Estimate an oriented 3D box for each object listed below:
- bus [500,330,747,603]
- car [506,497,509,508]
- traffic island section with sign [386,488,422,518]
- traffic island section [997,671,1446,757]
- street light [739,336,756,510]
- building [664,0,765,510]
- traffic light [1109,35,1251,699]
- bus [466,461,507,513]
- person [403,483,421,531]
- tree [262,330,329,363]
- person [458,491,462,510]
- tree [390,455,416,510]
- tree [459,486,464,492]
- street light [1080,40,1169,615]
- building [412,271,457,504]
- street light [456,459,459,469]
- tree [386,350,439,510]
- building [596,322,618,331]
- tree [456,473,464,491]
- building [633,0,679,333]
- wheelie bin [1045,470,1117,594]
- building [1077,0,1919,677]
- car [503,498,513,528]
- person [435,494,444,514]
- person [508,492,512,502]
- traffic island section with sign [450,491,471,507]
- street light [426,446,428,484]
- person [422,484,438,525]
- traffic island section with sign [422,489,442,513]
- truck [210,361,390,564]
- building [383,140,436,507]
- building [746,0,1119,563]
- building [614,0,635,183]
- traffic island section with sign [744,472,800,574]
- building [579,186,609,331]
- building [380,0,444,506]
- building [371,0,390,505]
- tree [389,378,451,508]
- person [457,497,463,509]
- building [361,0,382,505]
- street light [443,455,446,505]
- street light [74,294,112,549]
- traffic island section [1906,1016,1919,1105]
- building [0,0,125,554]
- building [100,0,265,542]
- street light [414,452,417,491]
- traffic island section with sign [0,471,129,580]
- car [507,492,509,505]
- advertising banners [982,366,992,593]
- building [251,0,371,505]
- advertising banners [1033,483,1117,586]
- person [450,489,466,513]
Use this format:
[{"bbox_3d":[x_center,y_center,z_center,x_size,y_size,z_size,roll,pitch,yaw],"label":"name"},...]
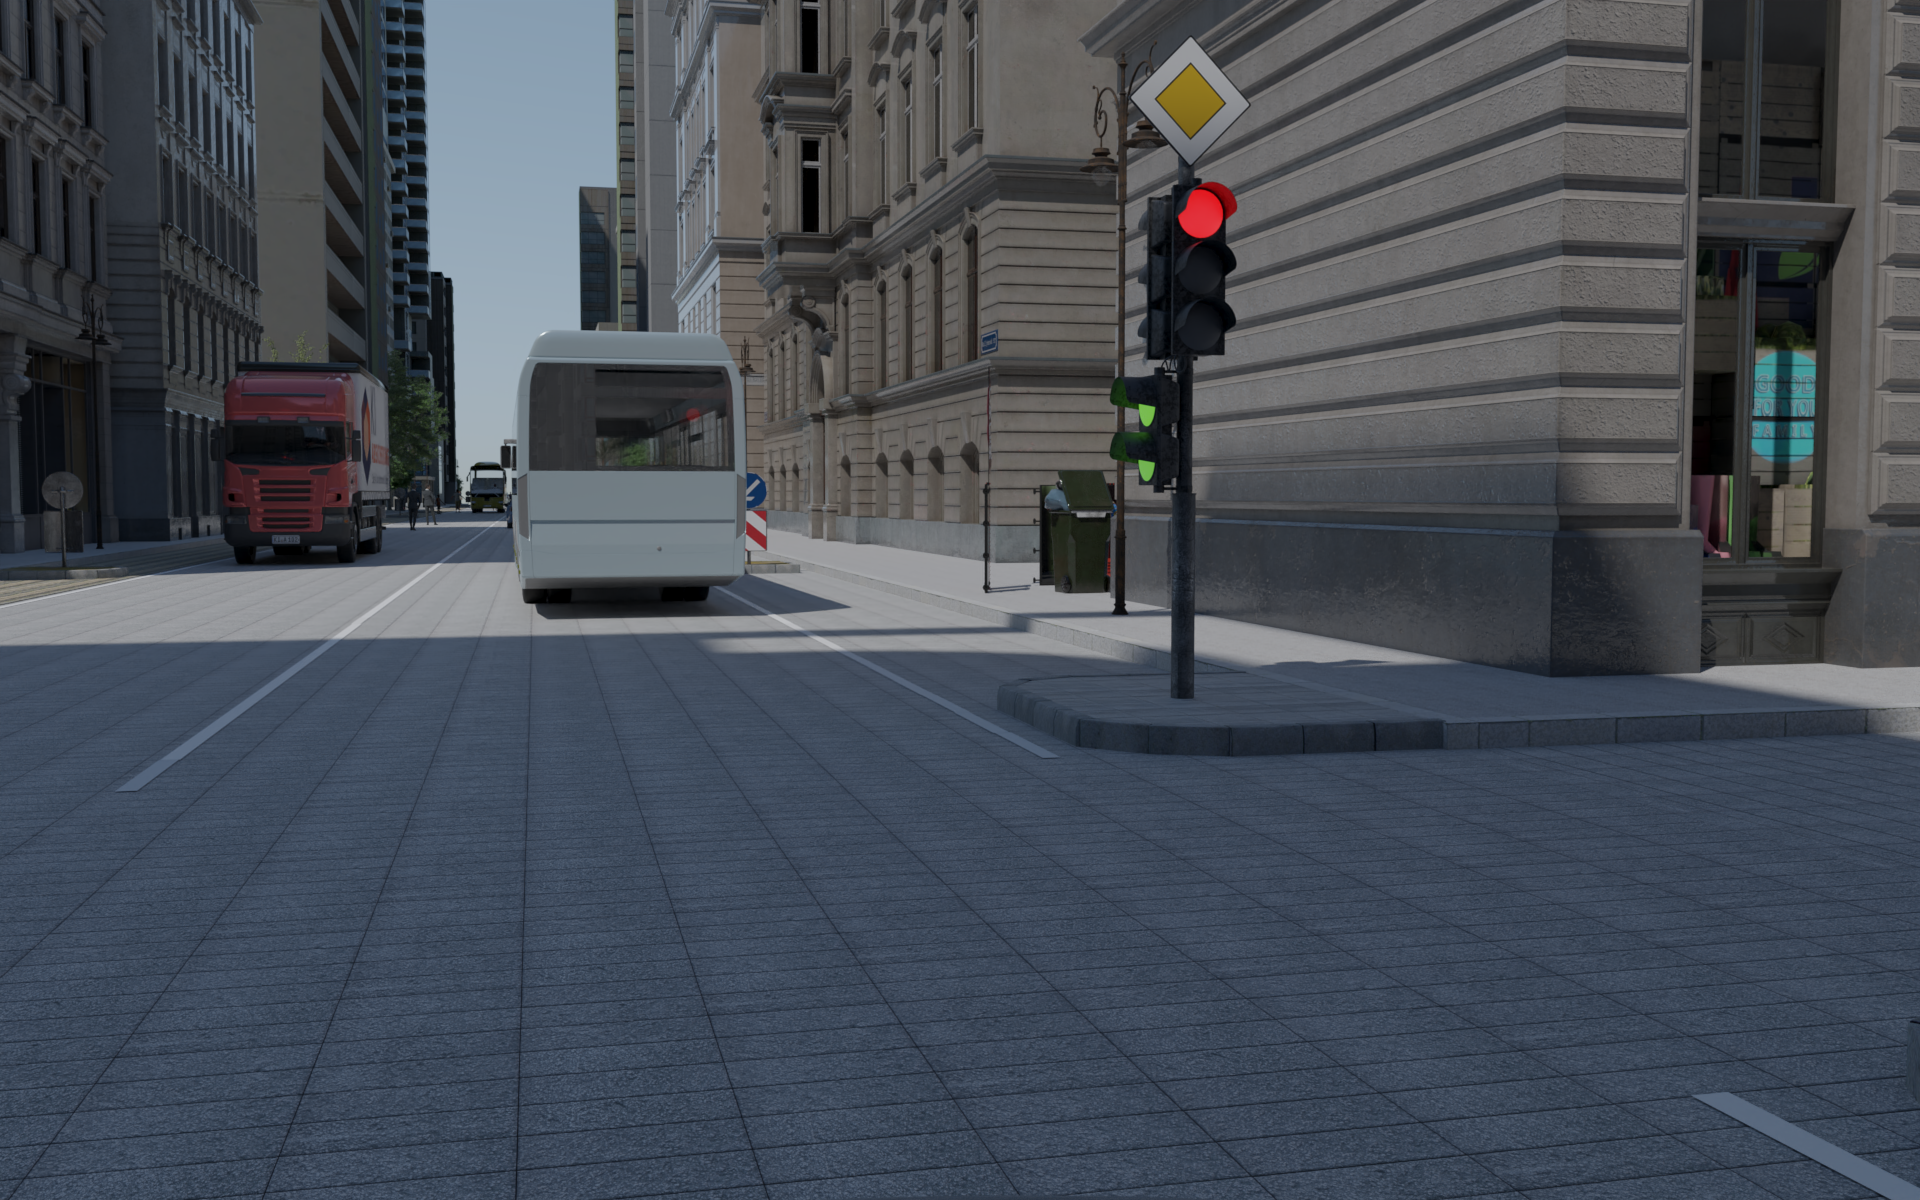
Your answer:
[{"bbox_3d":[-5.391,-1.907,26.037,2.948,3.499,13.247,-1,4,-15],"label":"bus"},{"bbox_3d":[-49.370,-10.786,185.394,2.155,1.783,4.494,-1,4,-12],"label":"car"},{"bbox_3d":[-33.837,-5.881,104.790,1.989,1.847,2.006,-1,4,-14],"label":"traffic island section with sign"},{"bbox_3d":[1.423,0.695,10.916,2.009,0.180,2.903,-1,4,-14],"label":"traffic island section"},{"bbox_3d":[-6.285,-4.770,50.776,0.468,5.910,1.993,-1,4,-14],"label":"street light"},{"bbox_3d":[-5.423,-17.745,76.028,13.634,28.700,20.117,-1,4,-14],"label":"building"},{"bbox_3d":[1.382,-1.338,10.792,0.839,4.253,0.868,-1,4,-14],"label":"traffic light"},{"bbox_3d":[-36.464,-8.714,134.015,2.896,3.916,12.252,-1,4,-14],"label":"bus"},{"bbox_3d":[-21.542,-3.665,68.196,0.659,1.850,0.755,-1,4,-9],"label":"person"},{"bbox_3d":[-30.179,-7.819,78.195,4.737,8.622,4.395,0,3,0],"label":"tree"},{"bbox_3d":[-44.070,-8.776,152.779,0.721,1.735,1.217,-2,4,-25],"label":"person"},{"bbox_3d":[-46.226,-9.693,142.186,4.285,4.588,4.351,0,3,0],"label":"tree"},{"bbox_3d":[-68.561,-14.774,236.155,1.663,3.219,1.824,0,3,0],"label":"tree"},{"bbox_3d":[1.704,-2.782,18.269,0.468,5.910,1.993,-1,4,-14],"label":"street light"},{"bbox_3d":[-71.889,-27.453,220.562,14.160,30.474,14.107,-1,4,-14],"label":"building"},{"bbox_3d":[-66.345,-15.663,228.884,0.468,5.910,1.993,-1,4,-14],"label":"street light"},{"bbox_3d":[-44.692,-13.284,135.321,7.486,12.596,7.792,0,3,0],"label":"tree"},{"bbox_3d":[-26.315,-21.204,191.731,27.650,21.520,28.899,-1,4,-14],"label":"building"},{"bbox_3d":[-68.242,-15.200,232.233,4.285,4.588,4.351,0,3,0],"label":"tree"},{"bbox_3d":[-10.370,-34.842,111.667,21.231,58.520,28.212,-1,4,-14],"label":"building"},{"bbox_3d":[1.540,-0.896,22.559,0.980,1.594,0.693,-1,4,-22],"label":"wheelie bin"},{"bbox_3d":[11.964,-11.581,18.224,19.941,23.489,11.050,-1,4,-14],"label":"building"},{"bbox_3d":[-18.398,-3.773,73.684,2.014,1.417,4.499,-1,4,-15],"label":"car"},{"bbox_3d":[-36.631,-6.728,121.758,0.557,1.426,1.065,1,4,14],"label":"person"},{"bbox_3d":[-57.399,-12.952,221.185,0.541,1.710,0.530,0,4,-7],"label":"person"},{"bbox_3d":[-53.533,-10.799,185.195,1.989,1.847,2.006,-1,4,-14],"label":"traffic island section with sign"},{"bbox_3d":[-50.316,-11.665,163.511,0.468,5.910,1.993,-1,4,-14],"label":"street light"},{"bbox_3d":[-24.484,-4.410,79.960,0.648,1.900,0.474,0,4,6],"label":"person"},{"bbox_3d":[-40.314,-7.498,131.224,1.989,1.847,2.006,-1,4,-14],"label":"traffic island section with sign"},{"bbox_3d":[-14.581,-3.068,39.078,2.839,4.237,11.283,-1,4,-14],"label":"truck"},{"bbox_3d":[-68.736,-29.197,169.252,32.217,40.220,23.993,-1,4,-14],"label":"building"},{"bbox_3d":[1.644,-14.061,48.978,14.460,24.649,34.723,-1,4,-14],"label":"building"},{"bbox_3d":[-19.021,-27.414,131.814,14.154,41.232,14.086,-1,4,-14],"label":"building"},{"bbox_3d":[-4.088,-1.429,31.984,1.989,1.847,2.006,-1,4,-14],"label":"traffic island section with sign"},{"bbox_3d":[-44.015,-33.636,233.546,14.154,41.232,14.086,-1,4,-14],"label":"building"},{"bbox_3d":[-70.407,-54.007,195.685,22.319,86.520,31.000,-1,4,-14],"label":"building"},{"bbox_3d":[-47.592,-28.716,119.625,14.600,45.320,14.200,-1,4,-14],"label":"building"},{"bbox_3d":[-49.159,-14.005,154.729,9.928,11.665,9.643,0,3,0],"label":"tree"},{"bbox_3d":[-46.604,-9.288,161.078,1.217,1.735,0.721,3,5,43],"label":"person"},{"bbox_3d":[-43.790,-25.844,106.145,14.154,41.232,14.086,-1,4,-14],"label":"building"},{"bbox_3d":[-58.330,-13.651,195.982,0.468,5.910,1.993,-1,4,-14],"label":"street light"},{"bbox_3d":[-20.062,-4.124,40.221,0.468,5.910,1.993,-1,4,-14],"label":"street light"},{"bbox_3d":[3.323,1.169,3.160,2.009,0.180,2.903,-1,4,-14],"label":"traffic island section"},{"bbox_3d":[-21.945,-10.655,25.124,10.553,20.767,40.483,-1,4,-14],"label":"building"},{"bbox_3d":[-28.058,-12.517,53.810,9.793,20.994,18.267,-1,4,-14],"label":"building"},{"bbox_3d":[-46.299,-10.661,147.096,0.468,5.910,1.993,-1,4,-14],"label":"street light"},{"bbox_3d":[-15.430,-1.285,29.645,1.989,1.847,2.006,-1,4,-14],"label":"traffic island section with sign"},{"bbox_3d":[-59.556,-13.223,224.871,2.281,1.827,5.304,-1,4,-12],"label":"car"},{"bbox_3d":[0.377,-1.655,23.249,0.090,3.025,2.074,0,4,3],"label":"advertising banners"},{"bbox_3d":[-42.554,-28.391,87.889,21.300,48.544,21.600,-1,4,-14],"label":"building"},{"bbox_3d":[1.990,-1.732,24.507,2.074,3.025,0.090,-1,4,-23],"label":"advertising banners"},{"bbox_3d":[-38.929,-7.693,134.276,1.348,1.824,0.705,1,4,13],"label":"person"}]
